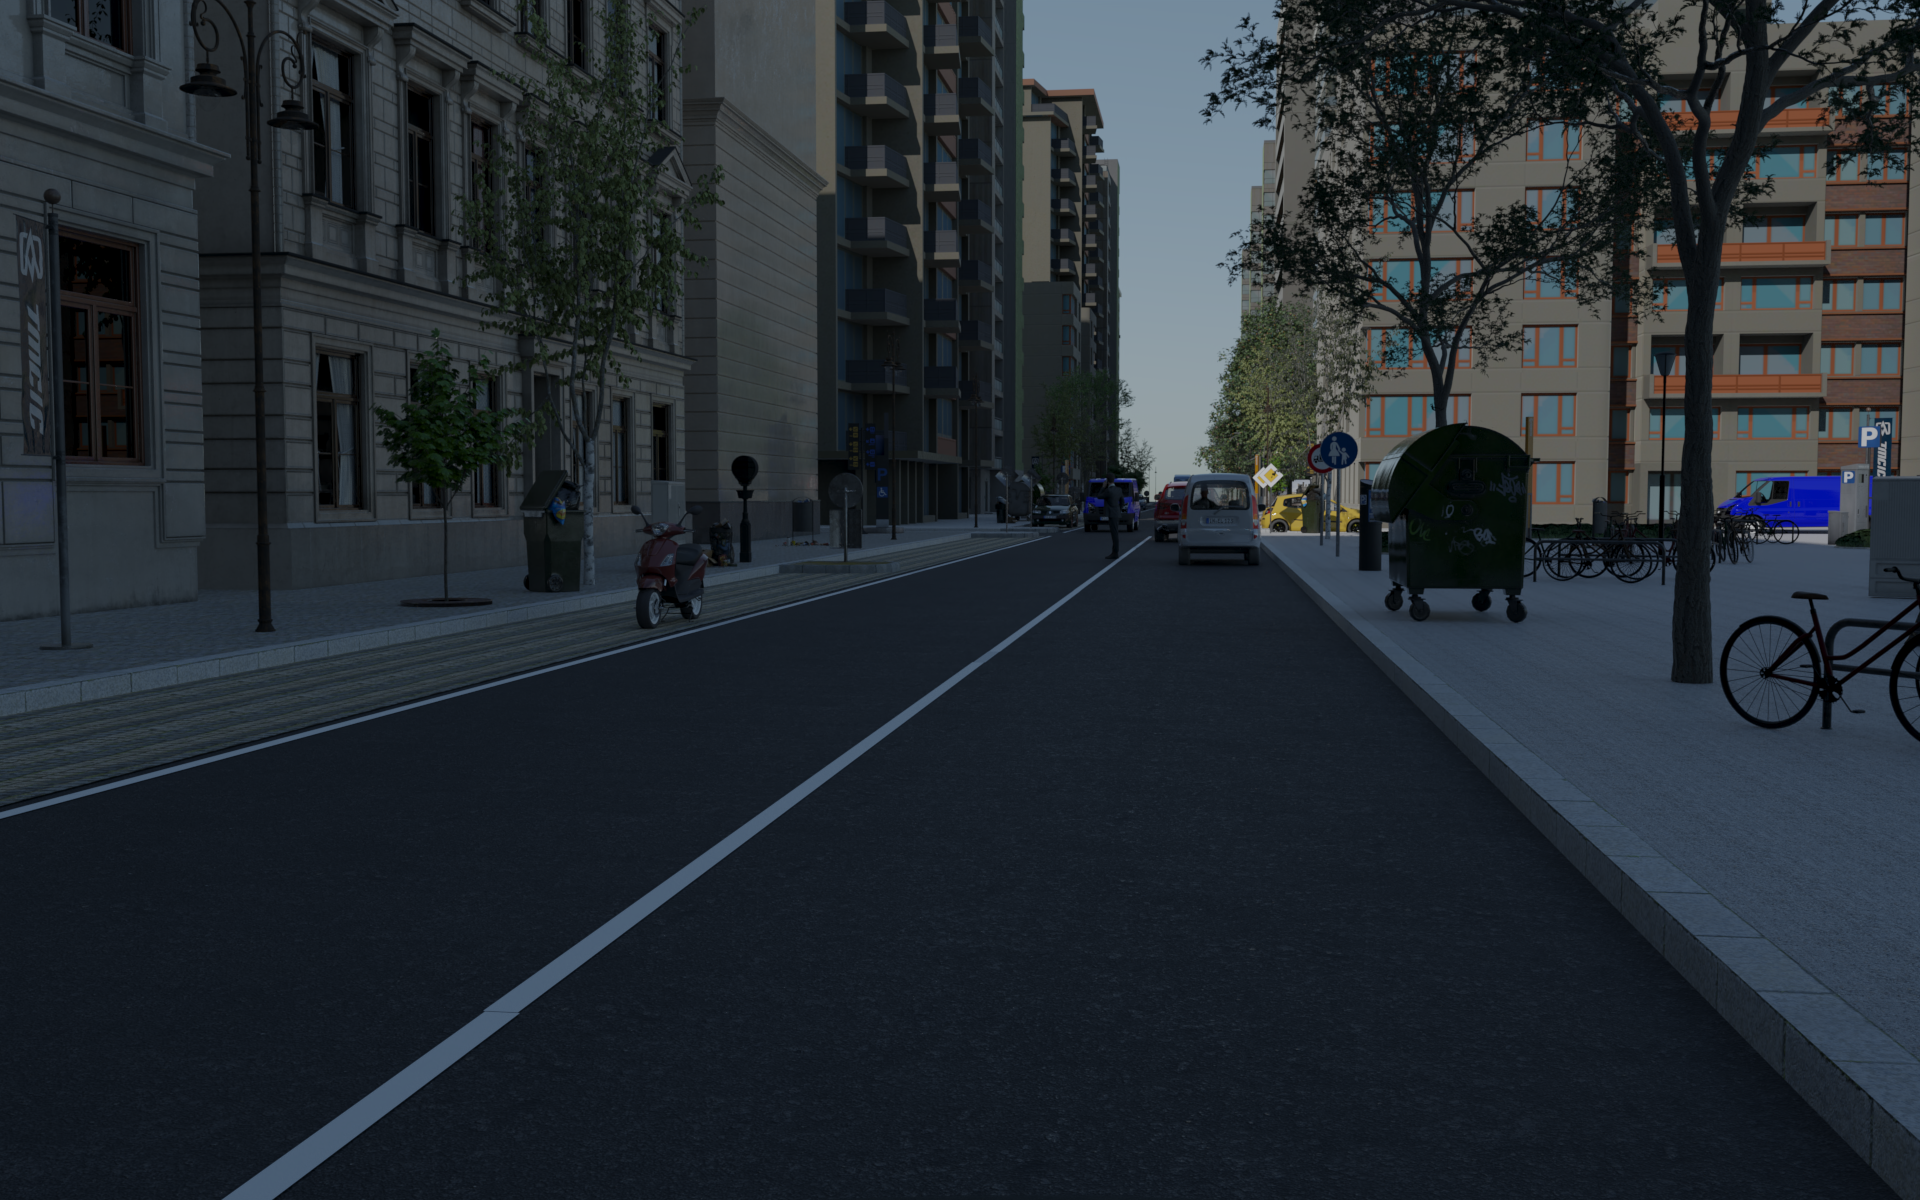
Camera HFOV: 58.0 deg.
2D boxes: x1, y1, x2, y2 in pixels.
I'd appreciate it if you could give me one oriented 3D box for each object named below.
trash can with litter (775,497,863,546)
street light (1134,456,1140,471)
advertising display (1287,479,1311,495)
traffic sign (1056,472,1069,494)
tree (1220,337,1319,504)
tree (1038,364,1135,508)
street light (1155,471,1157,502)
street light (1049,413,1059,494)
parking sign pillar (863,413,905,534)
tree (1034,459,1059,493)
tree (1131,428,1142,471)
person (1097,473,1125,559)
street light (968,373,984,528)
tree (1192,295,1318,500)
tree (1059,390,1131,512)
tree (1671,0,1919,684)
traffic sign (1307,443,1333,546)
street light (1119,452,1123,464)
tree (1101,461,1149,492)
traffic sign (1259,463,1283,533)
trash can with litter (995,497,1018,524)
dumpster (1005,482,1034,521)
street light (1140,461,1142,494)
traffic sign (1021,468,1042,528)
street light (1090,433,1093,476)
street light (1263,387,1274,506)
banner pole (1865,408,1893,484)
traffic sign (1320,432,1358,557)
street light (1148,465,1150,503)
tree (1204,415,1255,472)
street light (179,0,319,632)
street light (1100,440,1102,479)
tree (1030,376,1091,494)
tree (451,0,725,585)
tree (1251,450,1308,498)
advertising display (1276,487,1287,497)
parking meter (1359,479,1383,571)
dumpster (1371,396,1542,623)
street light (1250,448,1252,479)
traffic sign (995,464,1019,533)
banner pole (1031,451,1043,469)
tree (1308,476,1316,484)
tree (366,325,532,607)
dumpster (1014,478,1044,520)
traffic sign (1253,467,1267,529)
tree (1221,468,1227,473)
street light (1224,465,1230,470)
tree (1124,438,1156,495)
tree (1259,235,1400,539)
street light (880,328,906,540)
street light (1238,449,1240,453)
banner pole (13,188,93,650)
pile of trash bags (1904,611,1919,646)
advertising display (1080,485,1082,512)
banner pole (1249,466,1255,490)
[{"bbox_3d":[-3.527,-1.969,43.249,2.233,1.210,1.678,-1,4,-9],"label":"trash can with litter"},{"bbox_3d":[20.806,-14.250,205.777,0.468,5.910,1.993,1,4,8],"label":"street light"},{"bbox_3d":[14.404,-4.166,73.332,0.974,1.923,0.123,-1,4,-23],"label":"advertising display"},{"bbox_3d":[5.976,-6.176,101.086,0.768,2.556,0.104,1,4,12],"label":"traffic sign"},{"bbox_3d":[14.826,-8.050,81.975,4.737,8.622,4.395,0,3,0],"label":"tree"},{"bbox_3d":[10.022,-12.949,137.472,9.928,11.665,9.643,0,3,0],"label":"tree"},{"bbox_3d":[32.567,-19.290,288.184,0.468,5.910,1.993,1,4,8],"label":"street light"},{"bbox_3d":[5.296,-7.639,97.681,0.468,5.910,1.993,1,4,8],"label":"street light"},{"bbox_3d":[-2.549,-4.181,56.835,1.447,3.967,1.447,0,4,-2],"label":"parking sign pillar"},{"bbox_3d":[4.271,-6.051,93.540,1.663,3.219,1.824,0,3,0],"label":"tree"},{"bbox_3d":[16.776,-13.918,177.927,4.360,8.622,3.978,0,3,0],"label":"tree"},{"bbox_3d":[3.328,-1.863,38.327,0.474,1.900,0.648,2,4,28],"label":"person"},{"bbox_3d":[0.616,-5.701,66.004,0.468,5.910,1.993,1,4,8],"label":"street light"},{"bbox_3d":[18.079,-11.114,98.726,9.611,12.733,9.660,0,3,0],"label":"tree"},{"bbox_3d":[8.776,-10.402,120.437,4.360,8.622,3.978,0,3,0],"label":"tree"},{"bbox_3d":[4.686,-4.707,11.365,7.601,10.594,8.767,-2,4,-29],"label":"tree"},{"bbox_3d":[9.011,-2.629,43.097,0.768,2.556,0.104,1,4,9],"label":"traffic sign"},{"bbox_3d":[16.243,-12.312,174.083,0.468,5.910,1.993,1,4,8],"label":"street light"},{"bbox_3d":[15.219,-11.232,167.362,4.285,4.588,4.351,0,3,0],"label":"tree"},{"bbox_3d":[10.116,-3.226,56.384,0.795,2.450,0.064,1,4,8],"label":"traffic sign"},{"bbox_3d":[2.053,-3.938,75.779,1.055,1.170,0.624,3,4,37],"label":"trash can with litter"},{"bbox_3d":[2.808,-4.663,81.994,1.264,1.857,1.865,1,4,8],"label":"dumpster"},{"bbox_3d":[23.411,-15.382,224.287,0.468,5.910,1.993,1,4,8],"label":"street light"},{"bbox_3d":[2.697,-3.785,65.532,0.795,2.450,0.064,1,4,8],"label":"traffic sign"},{"bbox_3d":[9.835,-9.577,129.378,0.468,5.910,1.993,1,4,8],"label":"street light"},{"bbox_3d":[13.151,-6.194,74.067,0.468,5.910,1.993,1,4,8],"label":"street light"},{"bbox_3d":[26.476,-3.674,50.090,0.863,3.779,0.401,2,4,31],"label":"banner pole"},{"bbox_3d":[7.742,-2.160,35.429,0.768,2.556,0.104,1,4,18],"label":"traffic sign"},{"bbox_3d":[28.027,-17.352,256.487,0.468,5.910,1.993,1,4,8],"label":"street light"},{"bbox_3d":[34.945,-18.089,221.516,9.928,11.665,9.643,0,3,0],"label":"tree"},{"bbox_3d":[-6.482,-2.642,15.983,0.468,5.910,1.993,1,4,8],"label":"street light"},{"bbox_3d":[11.572,-10.374,142.405,0.468,5.910,1.993,1,4,8],"label":"street light"},{"bbox_3d":[6.147,-9.682,108.666,4.737,8.622,4.395,0,3,0],"label":"tree"},{"bbox_3d":[-5.304,-4.534,24.494,4.737,8.622,4.395,0,3,0],"label":"tree"},{"bbox_3d":[13.932,-4.995,76.273,1.663,3.219,1.824,0,3,0],"label":"tree"},{"bbox_3d":[17.078,-5.302,91.908,0.123,1.923,0.974,3,5,41],"label":"advertising display"},{"bbox_3d":[6.872,-1.258,28.985,0.372,1.533,0.369,0,3,0],"label":"parking meter"},{"bbox_3d":[5.142,-0.953,18.079,1.502,2.255,1.985,1,4,8],"label":"dumpster"},{"bbox_3d":[17.745,-8.133,105.756,0.468,5.910,1.993,1,4,8],"label":"street light"},{"bbox_3d":[1.562,-3.302,57.628,0.795,2.450,0.064,1,4,8],"label":"traffic sign"},{"bbox_3d":[4.548,-6.774,100.766,0.863,3.779,0.401,0,4,8],"label":"banner pole"},{"bbox_3d":[20.936,-6.783,105.504,1.663,3.219,1.824,0,3,0],"label":"tree"},{"bbox_3d":[-6.089,-1.557,20.059,1.663,3.219,1.824,0,3,0],"label":"tree"},{"bbox_3d":[3.266,-4.994,84.142,1.502,2.255,1.985,1,4,8],"label":"dumpster"},{"bbox_3d":[11.251,-3.709,64.289,0.795,2.450,0.064,1,4,8],"label":"traffic sign"},{"bbox_3d":[40.219,-18.856,258.650,4.360,8.622,3.978,0,3,0],"label":"tree"},{"bbox_3d":[35.903,-15.911,232.926,0.468,5.910,1.993,1,4,8],"label":"street light"},{"bbox_3d":[23.743,-16.990,228.155,4.737,8.622,4.395,0,3,0],"label":"tree"},{"bbox_3d":[10.520,-6.056,49.375,4.360,8.622,3.978,0,3,0],"label":"tree"},{"bbox_3d":[-1.857,-4.631,48.504,0.468,5.910,1.993,1,4,8],"label":"street light"},{"bbox_3d":[23.841,-10.779,149.030,0.468,5.910,1.993,1,4,8],"label":"street light"},{"bbox_3d":[-7.426,-1.471,14.071,0.401,3.779,0.863,0,4,-3],"label":"banner pole"},{"bbox_3d":[9.846,-0.304,14.728,3.447,1.369,1.912,-2,4,-28],"label":"pile of trash bags"},{"bbox_3d":[8.995,-7.488,127.646,0.123,1.923,0.974,1,4,11],"label":"advertising display"},{"bbox_3d":[21.265,-8.321,126.065,0.863,3.779,0.401,1,4,9],"label":"banner pole"}]
